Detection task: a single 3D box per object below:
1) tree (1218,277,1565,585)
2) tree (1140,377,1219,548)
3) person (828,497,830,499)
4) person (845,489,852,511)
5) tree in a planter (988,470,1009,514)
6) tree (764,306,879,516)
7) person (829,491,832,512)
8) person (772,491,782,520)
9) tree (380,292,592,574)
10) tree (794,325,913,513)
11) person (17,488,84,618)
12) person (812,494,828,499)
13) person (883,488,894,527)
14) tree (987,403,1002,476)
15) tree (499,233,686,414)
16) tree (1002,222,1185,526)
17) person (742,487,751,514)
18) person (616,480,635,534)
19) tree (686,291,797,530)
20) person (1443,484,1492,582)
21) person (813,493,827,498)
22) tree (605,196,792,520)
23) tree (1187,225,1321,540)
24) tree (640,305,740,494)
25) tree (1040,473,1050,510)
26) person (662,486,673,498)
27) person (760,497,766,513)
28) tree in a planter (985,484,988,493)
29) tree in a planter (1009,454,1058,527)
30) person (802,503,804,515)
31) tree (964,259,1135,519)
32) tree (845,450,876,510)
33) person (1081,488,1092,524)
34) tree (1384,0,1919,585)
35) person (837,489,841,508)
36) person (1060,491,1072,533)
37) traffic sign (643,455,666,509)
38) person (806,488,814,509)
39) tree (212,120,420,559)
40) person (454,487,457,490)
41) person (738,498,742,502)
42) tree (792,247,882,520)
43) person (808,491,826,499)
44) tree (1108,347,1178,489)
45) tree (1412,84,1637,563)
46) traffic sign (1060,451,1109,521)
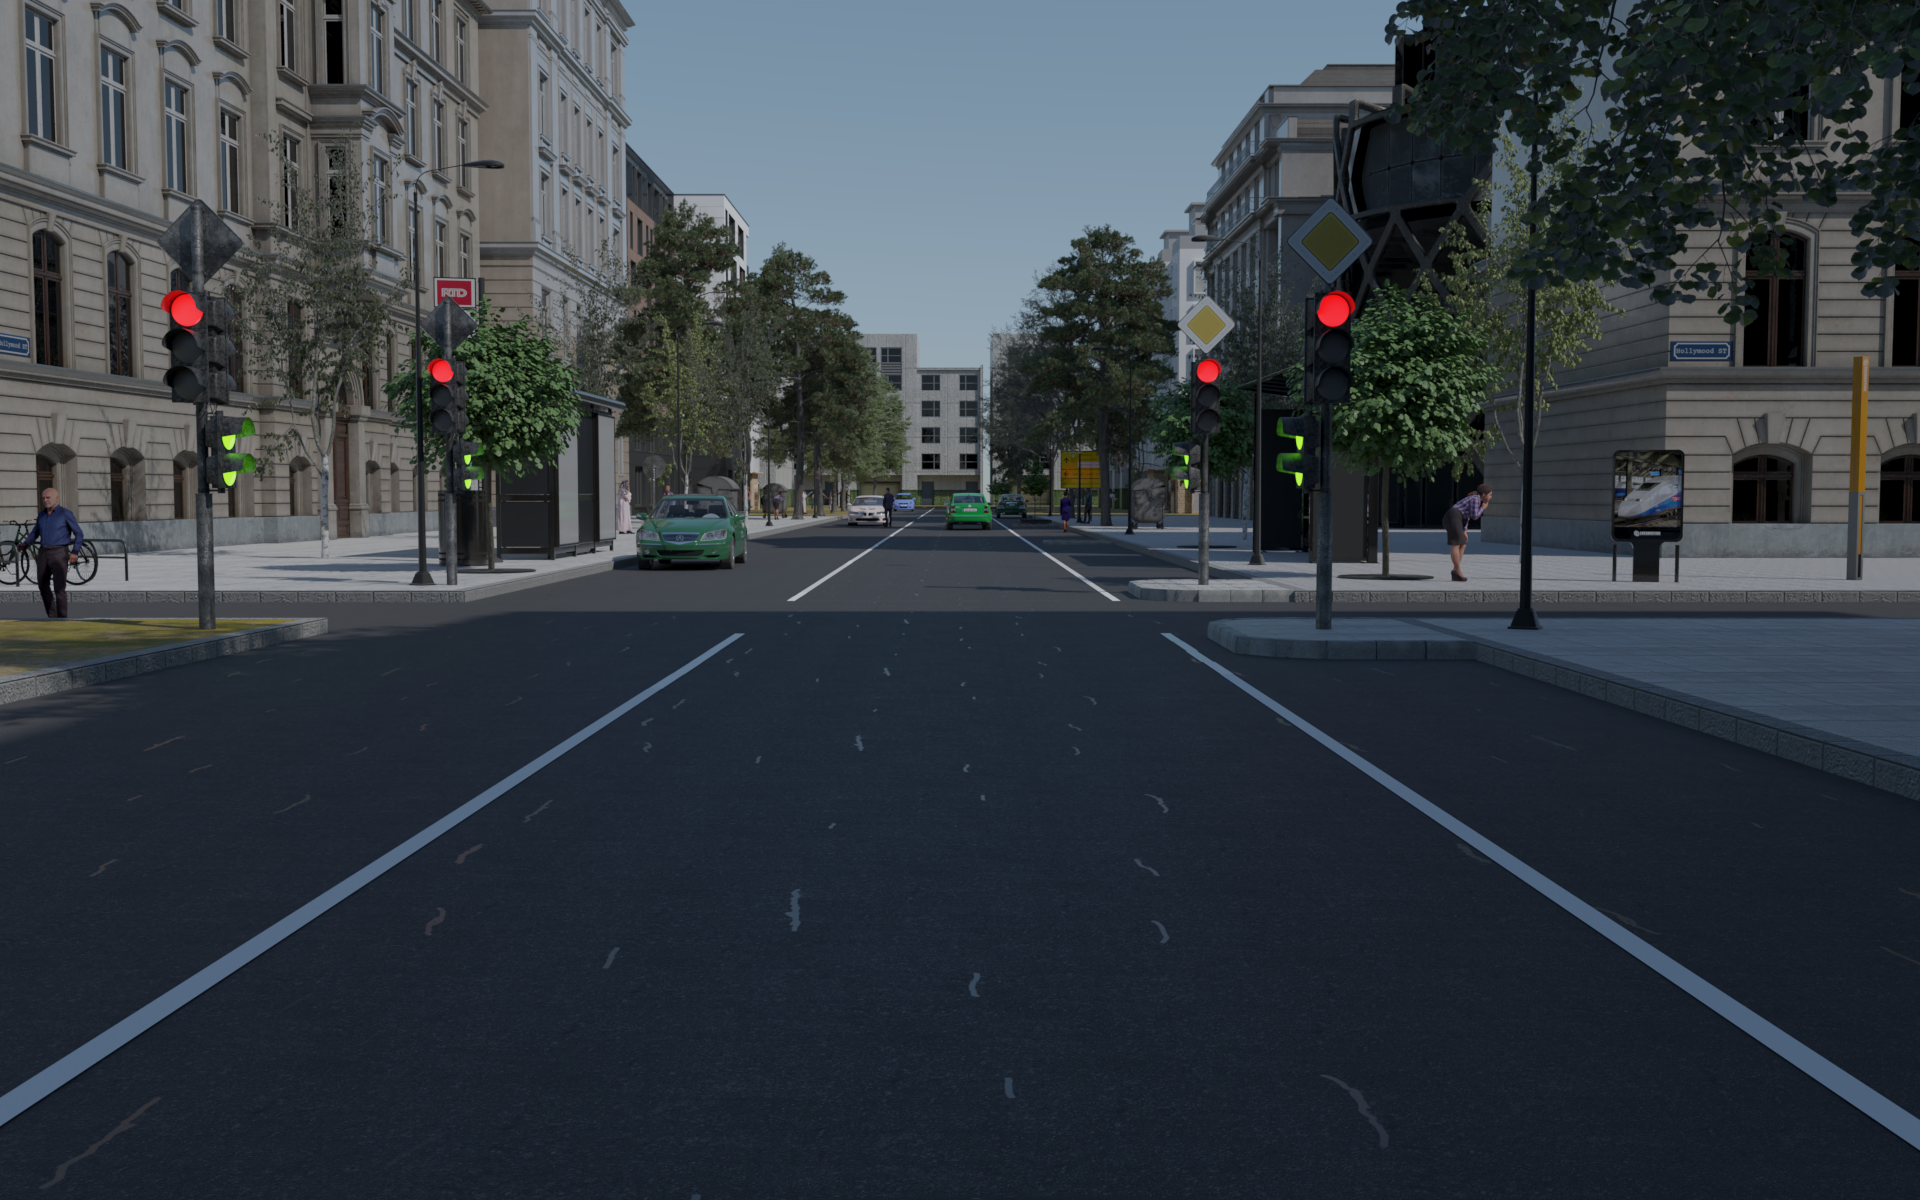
[{"bbox_3d":[6.590,-2.608,26.362,4.285,4.588,4.351,0,3,0],"label":"tree"},{"bbox_3d":[5.850,-3.536,41.527,4.285,4.588,4.351,0,3,0],"label":"tree"},{"bbox_3d":[-13.001,-10.213,176.251,0.991,1.433,0.599,-3,5,-43],"label":"person"},{"bbox_3d":[-8.712,-7.719,132.776,0.721,1.766,1.217,-3,5,-45],"label":"person"},{"bbox_3d":[3.204,-7.887,126.178,1.991,3.239,1.994,0,4,0],"label":"tree in a planter"},{"bbox_3d":[-8.117,-10.834,99.189,6.751,12.117,7.091,0,3,0],"label":"tree"},{"bbox_3d":[-9.326,-7.360,127.054,0.621,1.740,0.551,-1,4,-10],"label":"person"},{"bbox_3d":[-9.060,-4.689,85.948,0.421,1.427,0.697,1,4,21],"label":"person"},{"bbox_3d":[-7.764,-2.738,28.484,4.285,4.588,4.351,0,3,0],"label":"tree"},{"bbox_3d":[-8.215,-12.059,115.291,7.486,12.596,7.792,0,3,0],"label":"tree"},{"bbox_3d":[-9.731,-0.442,18.427,0.574,1.496,0.600,2,4,33],"label":"person"},{"bbox_3d":[-11.259,-8.113,138.697,1.348,1.822,0.705,-2,4,-26],"label":"person"},{"bbox_3d":[-3.092,-3.994,74.713,0.541,1.710,0.530,-1,4,-20],"label":"person"},{"bbox_3d":[5.924,-15.495,175.396,6.751,12.117,7.091,0,3,0],"label":"tree"},{"bbox_3d":[-10.351,-5.983,48.187,4.360,8.622,3.978,0,3,0],"label":"tree"},{"bbox_3d":[5.725,-8.969,68.695,6.751,12.117,7.091,0,3,0],"label":"tree"},{"bbox_3d":[-13.671,-6.365,110.826,0.721,1.743,1.217,-2,4,-29],"label":"person"},{"bbox_3d":[-10.710,-2.977,55.388,0.621,1.740,0.551,-1,4,-10],"label":"person"},{"bbox_3d":[-7.955,-6.838,62.164,4.360,8.622,3.978,0,3,0],"label":"tree"},{"bbox_3d":[7.419,-0.984,25.360,0.697,1.427,0.421,0,4,5],"label":"person"},{"bbox_3d":[-11.526,-8.317,142.841,1.217,1.723,0.721,0,4,7],"label":"person"},{"bbox_3d":[-11.581,-10.237,74.793,7.806,13.903,7.818,0,3,0],"label":"tree"},{"bbox_3d":[8.182,-6.002,48.491,4.360,8.622,3.978,0,3,0],"label":"tree"},{"bbox_3d":[-10.786,-7.210,68.251,4.737,8.622,4.395,0,3,0],"label":"tree"},{"bbox_3d":[6.510,-8.748,137.625,1.663,3.219,1.824,0,3,0],"label":"tree"},{"bbox_3d":[-10.082,-3.166,59.869,0.516,1.574,0.319,2,4,34],"label":"person"},{"bbox_3d":[-13.325,-6.669,118.314,0.697,1.427,0.421,3,5,42],"label":"person"},{"bbox_3d":[3.131,-9.557,153.479,1.991,3.239,1.994,0,4,0],"label":"tree in a planter"},{"bbox_3d":[3.328,-4.862,76.723,1.991,3.239,1.994,0,4,0],"label":"tree in a planter"},{"bbox_3d":[-9.695,-5.990,104.435,0.683,1.767,0.568,2,4,27],"label":"person"},{"bbox_3d":[5.788,-11.038,90.837,12.009,13.543,11.850,0,3,0],"label":"tree"},{"bbox_3d":[-8.919,-11.699,141.639,4.360,8.622,3.978,0,3,0],"label":"tree"},{"bbox_3d":[5.478,-4.050,74.477,0.499,1.552,0.429,-3,5,-40],"label":"person"},{"bbox_3d":[5.975,-6.208,8.164,9.857,13.997,8.962,0,3,0],"label":"tree"},{"bbox_3d":[-10.892,-9.345,158.977,1.348,1.807,0.705,2,4,24],"label":"person"},{"bbox_3d":[3.936,-3.281,64.518,0.453,1.535,0.546,0,4,-5],"label":"person"},{"bbox_3d":[-9.942,-3.435,56.263,0.768,2.556,0.104,1,4,8],"label":"traffic sign"},{"bbox_3d":[-12.512,-8.669,147.870,1.350,1.814,0.705,0,4,-6],"label":"person"},{"bbox_3d":[-12.751,-5.145,34.479,4.360,8.622,3.978,0,3,0],"label":"tree"},{"bbox_3d":[-11.838,-2.060,41.188,0.593,1.643,0.415,-1,4,-10],"label":"person"},{"bbox_3d":[-14.051,-6.067,108.494,0.557,1.426,1.065,2,4,34],"label":"person"},{"bbox_3d":[-7.955,-10.933,86.178,7.806,13.903,7.818,0,3,0],"label":"tree"},{"bbox_3d":[-10.567,-7.424,127.569,1.348,1.807,0.705,-1,4,-20],"label":"person"},{"bbox_3d":[7.901,-7.841,78.570,4.737,8.622,4.395,0,3,0],"label":"tree"},{"bbox_3d":[10.476,-4.997,32.063,4.737,8.622,4.395,0,3,0],"label":"tree"},{"bbox_3d":[5.839,-5.335,81.106,2.265,3.308,0.079,0,4,8],"label":"traffic sign"}]
